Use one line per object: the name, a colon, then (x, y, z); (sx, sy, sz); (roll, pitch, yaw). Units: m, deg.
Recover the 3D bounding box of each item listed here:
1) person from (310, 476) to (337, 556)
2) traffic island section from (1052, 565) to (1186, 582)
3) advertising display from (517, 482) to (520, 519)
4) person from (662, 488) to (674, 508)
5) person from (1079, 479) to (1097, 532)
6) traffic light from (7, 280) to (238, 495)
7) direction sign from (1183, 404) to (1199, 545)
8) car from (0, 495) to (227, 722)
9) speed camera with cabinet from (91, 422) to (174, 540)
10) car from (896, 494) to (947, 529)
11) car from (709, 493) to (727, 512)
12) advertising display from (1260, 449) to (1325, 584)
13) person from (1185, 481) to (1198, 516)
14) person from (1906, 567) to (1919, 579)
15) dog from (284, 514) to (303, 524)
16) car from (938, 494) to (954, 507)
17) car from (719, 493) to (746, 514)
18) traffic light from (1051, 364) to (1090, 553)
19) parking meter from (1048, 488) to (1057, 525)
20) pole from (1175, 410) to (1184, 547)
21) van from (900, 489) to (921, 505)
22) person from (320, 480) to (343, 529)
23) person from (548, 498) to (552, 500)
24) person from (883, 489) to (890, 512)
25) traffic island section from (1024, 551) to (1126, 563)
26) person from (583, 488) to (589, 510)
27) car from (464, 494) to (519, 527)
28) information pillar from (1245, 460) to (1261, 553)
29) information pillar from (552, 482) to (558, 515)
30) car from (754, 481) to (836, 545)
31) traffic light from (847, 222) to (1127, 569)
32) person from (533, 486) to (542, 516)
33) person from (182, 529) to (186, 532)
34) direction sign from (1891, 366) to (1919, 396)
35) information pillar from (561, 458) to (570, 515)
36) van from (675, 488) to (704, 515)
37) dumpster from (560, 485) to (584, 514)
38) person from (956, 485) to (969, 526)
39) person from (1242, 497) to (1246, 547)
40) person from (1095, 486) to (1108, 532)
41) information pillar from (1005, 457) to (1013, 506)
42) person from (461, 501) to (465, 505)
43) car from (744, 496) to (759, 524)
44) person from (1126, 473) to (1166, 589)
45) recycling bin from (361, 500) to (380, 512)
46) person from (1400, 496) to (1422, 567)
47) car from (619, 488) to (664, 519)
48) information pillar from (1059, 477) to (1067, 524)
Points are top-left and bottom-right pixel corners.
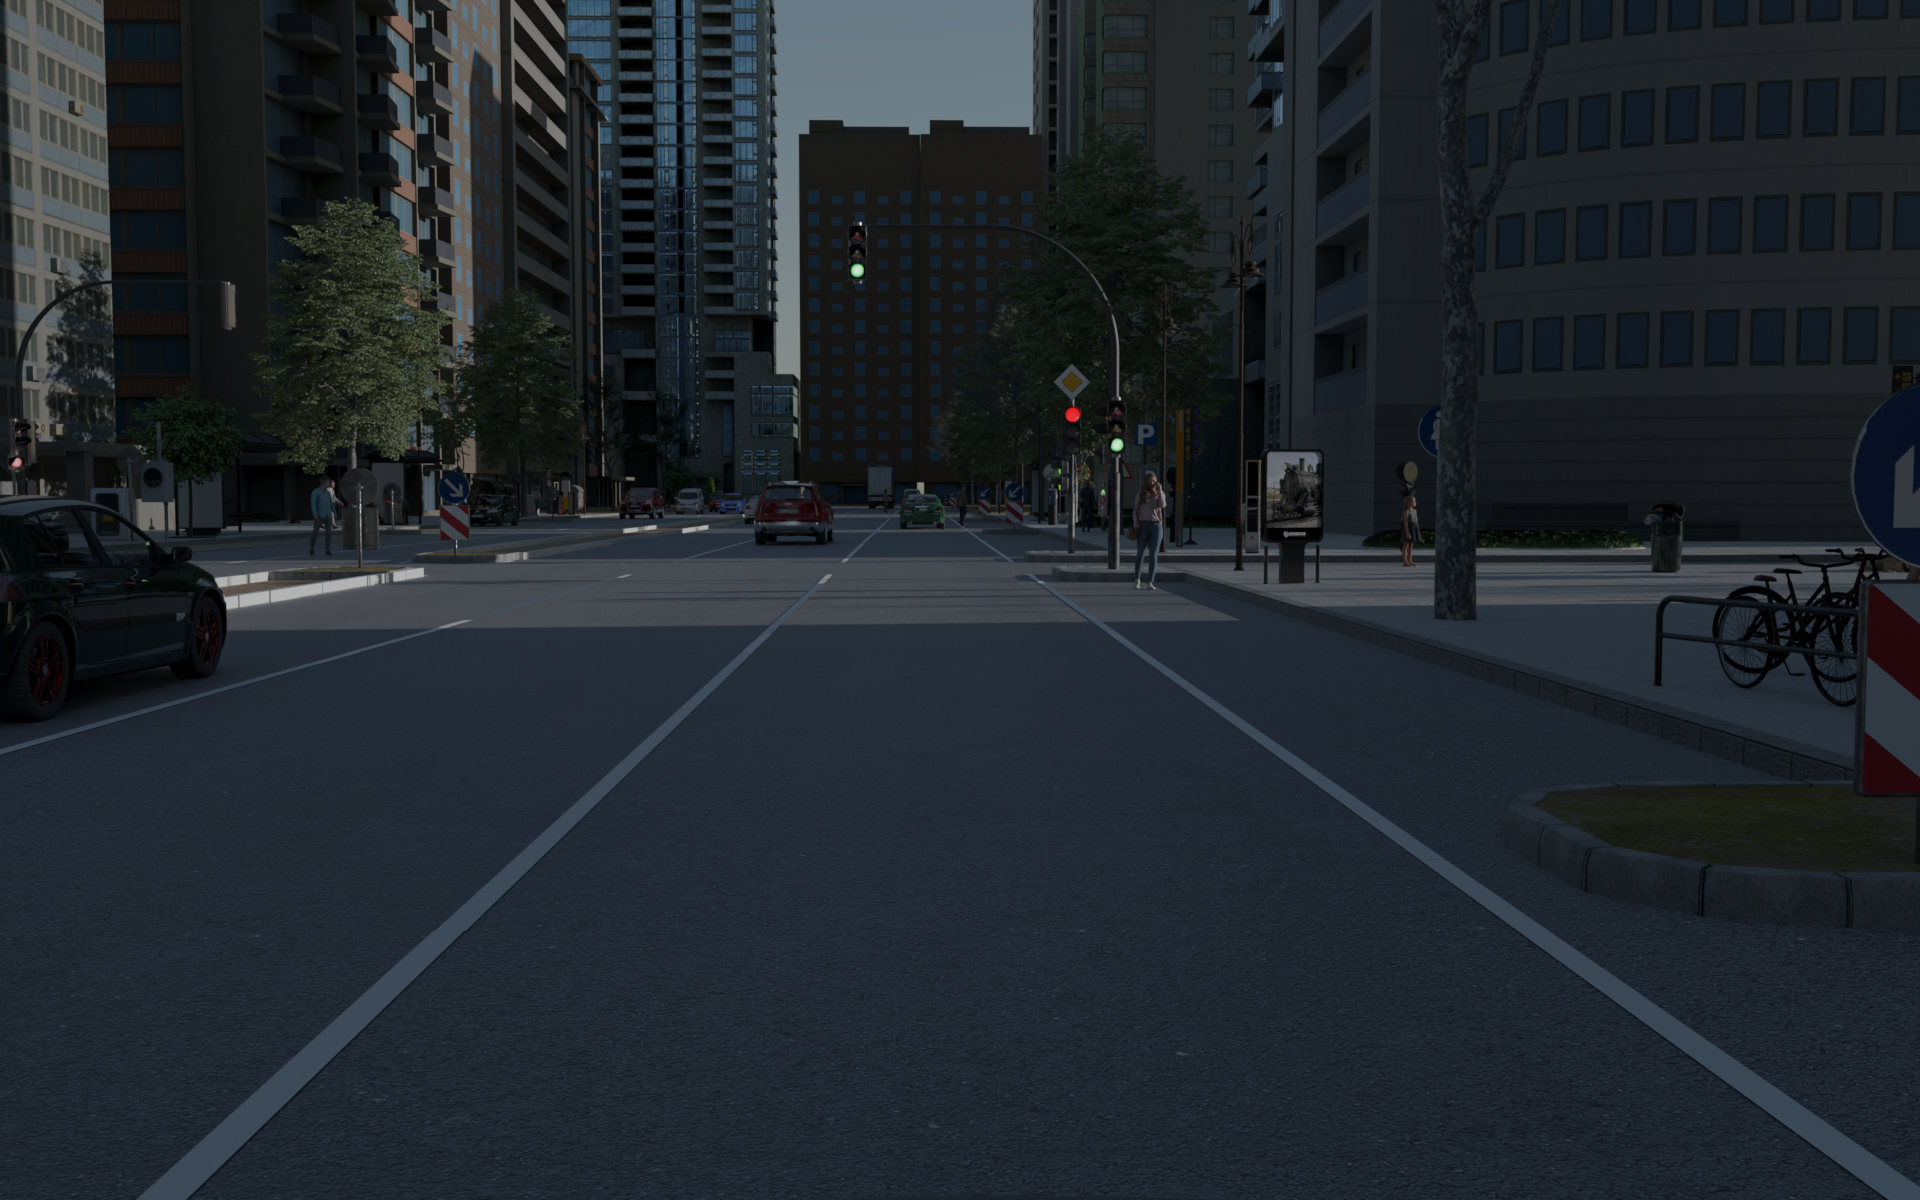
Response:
person: (-14.833, -1.953, 40.301); (0.638, 1.841, 0.748); (-3, 5, -44)
traffic island section: (2.635, -0.446, 29.569); (2.009, 0.180, 2.903); (0, 4, -1)
advertising display: (-23.132, -5.233, 90.765); (0.123, 1.923, 0.974); (-1, 4, -14)
person: (-26.202, -9.140, 155.490); (0.705, 1.822, 1.348); (3, 5, 42)
person: (4.290, -3.161, 58.143); (0.576, 1.772, 0.534); (0, 4, -1)
traffic light: (-17.874, -3.809, 36.941); (4.771, 5.953, 1.251); (0, 4, -1)
direction sign: (5.838, -3.167, 43.774); (0.379, 3.537, 0.876); (2, 4, 30)
car: (-6.665, -0.151, 12.258); (2.009, 1.686, 4.222); (0, 4, -2)
speed camera with cabinet: (-22.819, -3.265, 47.727); (2.038, 3.252, 0.660); (0, 4, -2)
car: (-1.590, -3.696, 72.232); (2.131, 1.459, 4.920); (0, 4, -3)
car: (-19.056, -7.964, 139.244); (2.155, 1.783, 4.494); (0, 3, 0)
advertising display: (4.756, -1.197, 24.785); (0.974, 1.923, 0.123); (-1, 4, -20)
person: (10.646, -4.549, 79.773); (0.648, 1.900, 0.474); (1, 4, 11)
person: (10.029, -0.710, 17.895); (0.529, 1.795, 0.600); (2, 4, 24)
dog: (-28.732, -3.482, 74.670); (0.748, 0.427, 0.550); (2, 4, 30)
car: (-1.454, -10.507, 181.572); (2.009, 1.686, 4.222); (0, 4, 0)
car: (-16.274, -7.004, 124.109); (1.945, 1.707, 3.694); (0, 4, -3)
traffic light: (2.391, -2.967, 37.437); (0.839, 4.253, 0.868); (0, 4, -1)
parking meter: (3.830, -3.864, 71.589); (0.372, 1.533, 0.369); (0, 3, 0)
pole: (5.316, -2.941, 41.934); (0.158, 3.312, 0.155); (0, 3, 0)
van: (-3.951, -8.311, 142.894); (2.013, 2.044, 4.112); (0, 4, -2)
person: (-22.869, -3.458, 62.850); (0.850, 1.792, 0.678); (0, 4, 6)
person: (-26.010, -6.353, 110.247); (0.599, 1.781, 0.374); (-2, 4, -27)
person: (-5.797, -7.780, 135.710); (0.705, 1.824, 1.348); (-1, 4, -21)
traffic island section: (2.431, -0.934, 37.552); (2.009, 0.180, 2.903); (0, 4, -1)
person: (-30.167, -8.130, 139.066); (1.348, 1.812, 0.705); (3, 5, 43)
car: (-20.920, -4.117, 77.094); (2.009, 1.686, 4.222); (0, 4, 0)
information pillar: (6.343, -2.019, 37.510); (0.304, 2.012, 0.304); (1, 4, 12)
information pillar: (-25.045, -6.276, 107.110); (0.304, 2.012, 0.304); (3, 4, 39)
car: (-4.801, -2.559, 50.507); (2.281, 1.827, 5.304); (0, 4, -1)
traffic light: (0.506, -3.339, 29.260); (4.771, 5.953, 1.251); (0, 4, -1)
person: (-24.456, -5.710, 100.079); (0.731, 1.740, 0.598); (2, 4, 26)
person: (-25.788, -3.199, 58.227); (0.818, 1.842, 0.514); (-3, 5, -43)
direction sign: (16.874, -2.360, 30.585); (0.876, 3.537, 0.379); (0, 4, 6)
information pillar: (-24.299, -7.053, 106.671); (0.504, 3.616, 0.183); (0, 4, -5)
van: (-19.120, -7.068, 122.578); (2.013, 2.044, 4.112); (0, 4, -2)
dumpster: (-24.791, -6.418, 110.692); (1.264, 1.857, 1.865); (0, 4, -2)
person: (0.122, -4.237, 77.689); (0.656, 1.842, 0.836); (1, 4, 16)
person: (6.913, -1.908, 41.920); (0.352, 1.250, 0.332); (-2, 4, -29)
person: (4.896, -3.271, 59.392); (0.638, 1.841, 0.748); (2, 4, 33)
information pillar: (3.120, -7.266, 110.155); (0.504, 3.616, 0.183); (1, 4, 17)
person: (-25.767, -4.859, 89.763); (0.640, 1.303, 0.475); (-2, 4, -35)
car: (-9.425, -4.409, 84.445); (2.083, 1.381, 4.827); (0, 4, 0)
person: (2.818, -1.047, 26.212); (0.593, 1.750, 0.643); (0, 4, 7)
recycling bin: (-25.000, -3.704, 73.114); (0.722, 1.027, 0.722); (2, 4, 29)
person: (7.977, -1.216, 30.590); (0.362, 1.253, 0.373); (-3, 4, -37)
car: (-18.576, -5.659, 101.199); (2.281, 1.827, 5.304); (0, 4, -1)
information pillar: (4.483, -4.329, 75.266); (0.304, 2.012, 0.304); (0, 4, 7)
